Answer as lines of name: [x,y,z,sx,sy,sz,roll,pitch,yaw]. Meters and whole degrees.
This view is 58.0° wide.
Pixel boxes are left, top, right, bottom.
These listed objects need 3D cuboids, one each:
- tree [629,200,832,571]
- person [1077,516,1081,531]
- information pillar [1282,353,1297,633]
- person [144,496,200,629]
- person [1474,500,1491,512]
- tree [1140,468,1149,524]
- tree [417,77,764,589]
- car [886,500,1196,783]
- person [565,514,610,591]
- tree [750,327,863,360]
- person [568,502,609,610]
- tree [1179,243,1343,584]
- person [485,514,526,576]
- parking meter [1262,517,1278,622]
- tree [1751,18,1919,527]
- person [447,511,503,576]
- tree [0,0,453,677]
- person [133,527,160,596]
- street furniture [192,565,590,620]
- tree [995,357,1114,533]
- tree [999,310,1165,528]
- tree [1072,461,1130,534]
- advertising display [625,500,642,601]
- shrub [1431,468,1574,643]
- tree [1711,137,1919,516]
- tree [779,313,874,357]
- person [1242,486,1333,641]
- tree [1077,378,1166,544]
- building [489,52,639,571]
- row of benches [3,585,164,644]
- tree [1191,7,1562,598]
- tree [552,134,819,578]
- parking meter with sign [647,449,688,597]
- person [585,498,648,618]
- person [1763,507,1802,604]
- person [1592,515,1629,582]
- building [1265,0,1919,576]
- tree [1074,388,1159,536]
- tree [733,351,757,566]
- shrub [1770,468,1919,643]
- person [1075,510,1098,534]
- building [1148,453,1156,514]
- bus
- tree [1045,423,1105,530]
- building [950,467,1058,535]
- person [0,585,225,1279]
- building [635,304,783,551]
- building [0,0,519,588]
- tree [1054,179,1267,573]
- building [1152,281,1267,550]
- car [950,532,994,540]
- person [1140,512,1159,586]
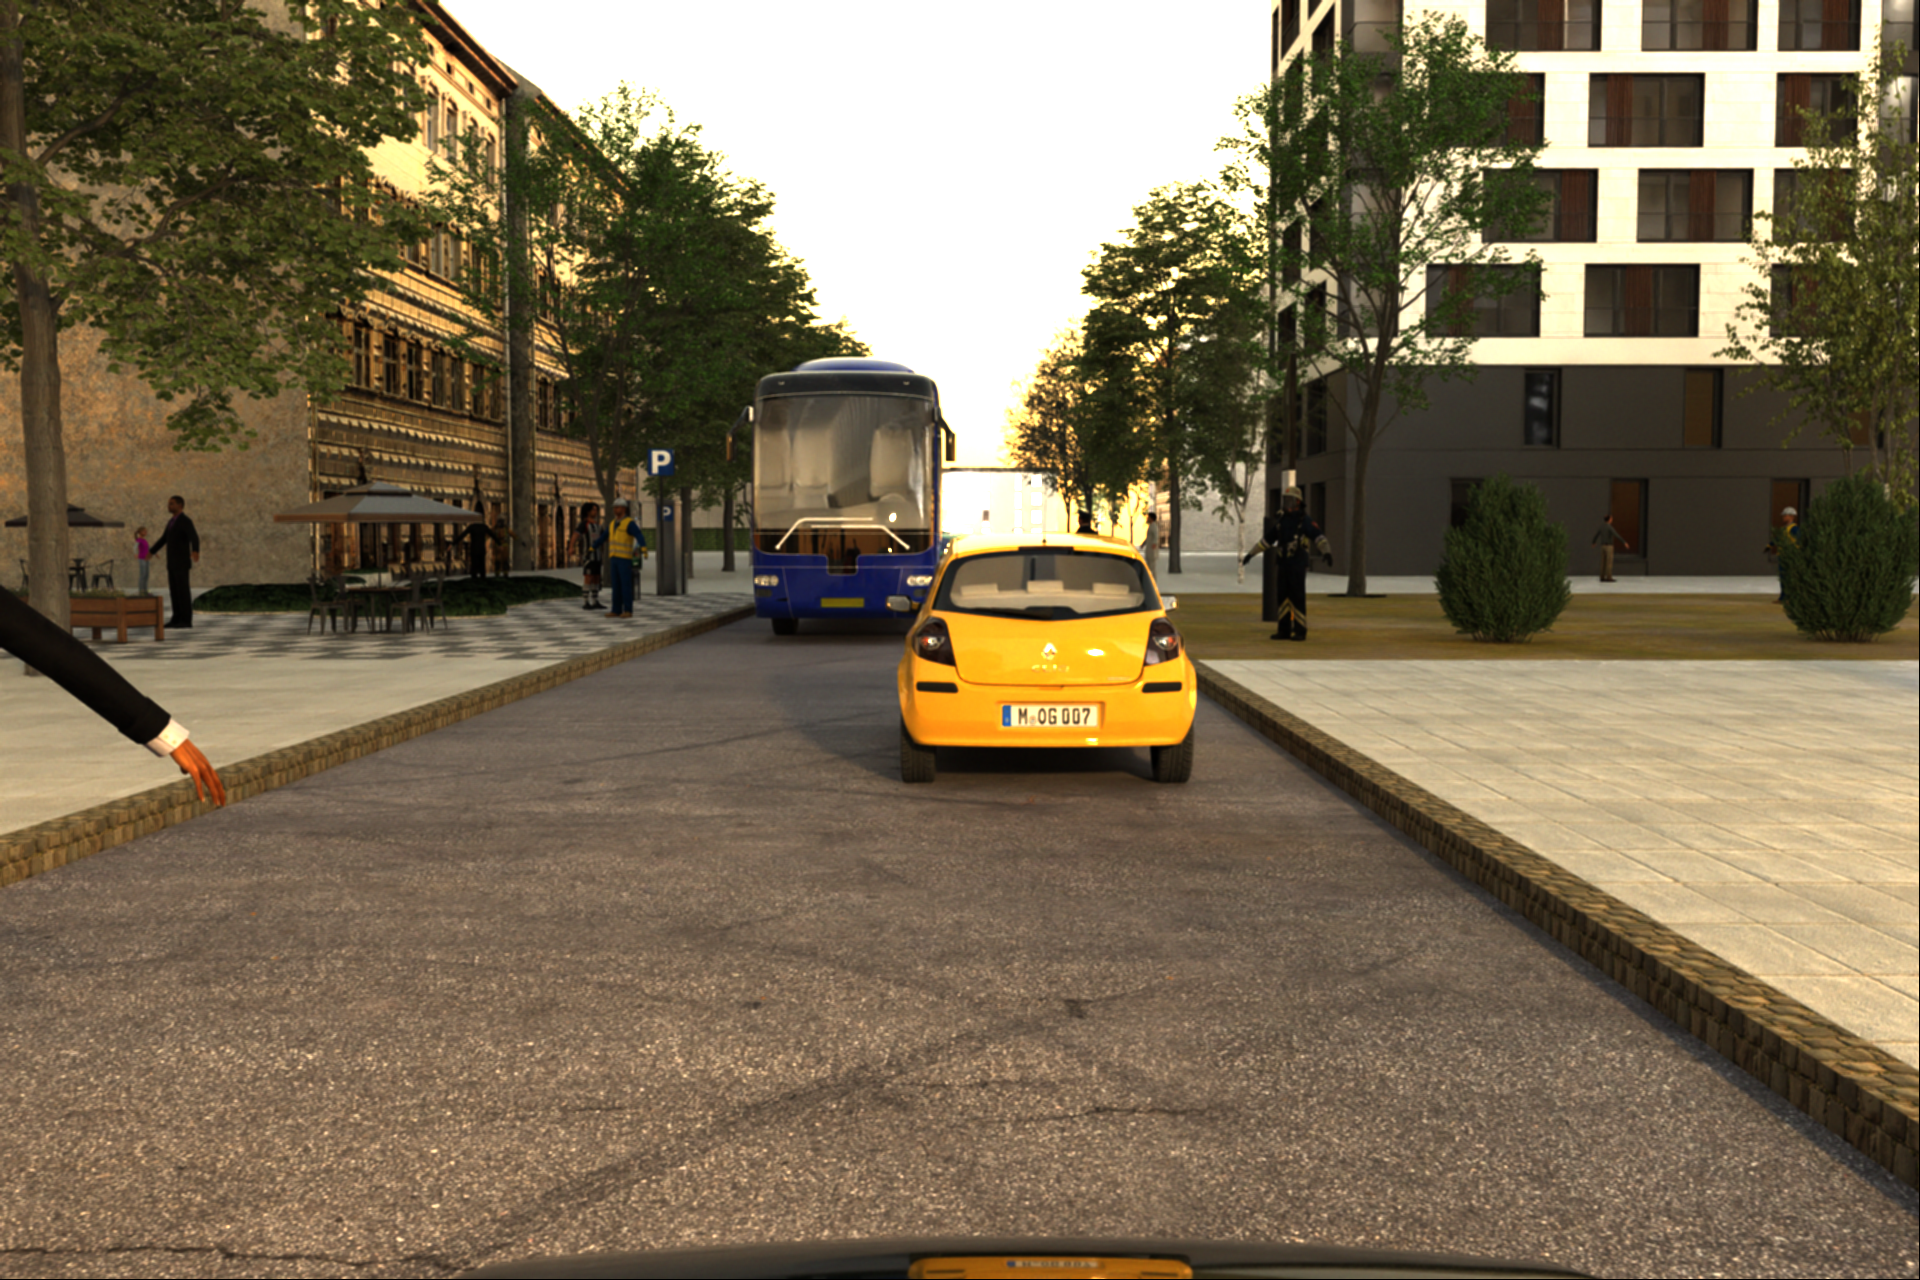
tree: [-7.584,-8.648,59.520,7.486,12.596,7.792,0,3,0]
person: [3.712,-2.901,53.364,0.705,1.837,1.347,2,4,32]
information pillar: [4.301,-1.915,22.662,0.183,3.616,0.504,0,4,0]
person: [-10.689,-1.064,23.629,1.346,1.802,0.704,3,4,38]
person: [7.685,-1.206,25.569,0.705,1.847,1.347,2,4,33]
tree: [25.999,-18.200,215.689,7.486,12.596,7.792,0,3,0]
tree: [-8.444,-7.041,40.869,9.928,11.665,9.643,0,3,0]
car: [0.495,-0.072,11.400,2.015,1.641,3.980,0,3,0]
person: [-8.275,-2.011,39.009,0.705,1.813,1.348,3,5,40]
tree: [-7.789,-9.809,86.137,9.928,11.665,9.643,0,3,0]
person: [-6.248,-1.427,29.479,0.704,1.843,1.345,2,4,28]
tree: [7.065,-5.757,44.492,4.360,8.622,3.978,0,3,0]
person: [-13.072,-2.667,49.374,1.354,1.858,0.705,-2,4,-27]
parking meter: [4.643,-1.043,25.468,0.372,1.533,0.369,0,3,0]
tree: [13.973,-4.597,25.516,4.737,8.622,4.395,0,3,0]
person: [-10.879,-2.008,39.010,1.347,1.806,0.705,-3,5,-43]
tree: [-8.765,-5.957,15.520,7.486,12.596,7.792,0,3,0]
person: [-16.784,-1.619,35.733,0.599,1.433,0.991,0,4,0]
street furniture: [-9.807,-0.934,30.899,5.734,0.657,10.072,0,4,1]
tree: [7.273,-12.622,116.745,12.009,13.543,11.850,0,3,0]
tree: [7.063,-11.283,94.854,12.009,13.543,11.850,0,3,0]
tree: [17.297,-18.005,212.510,7.486,12.596,7.792,0,3,0]
advertising display: [-6.290,-1.721,33.345,0.123,1.923,0.974,0,4,2]
shrub: [6.440,-1.010,20.560,1.661,2.075,1.752,0,3,0]
tree: [16.217,-4.962,31.492,4.737,8.622,4.395,0,3,0]
tree: [-7.836,-11.753,98.821,9.857,13.997,8.962,0,3,0]
person: [3.991,-0.926,20.912,0.705,1.856,1.354,-3,5,-39]
tree: [7.863,-7.781,77.581,4.360,8.622,3.978,0,3,0]
building: [-23.836,-14.519,68.313,19.493,23.208,18.063,0,4,1]
row of benches: [-11.554,-0.347,21.130,4.104,0.672,1.422,1,4,21]
tree: [8.245,-6.678,34.936,9.928,11.665,9.643,0,3,0]
tree: [-8.027,-8.083,50.287,7.486,12.596,7.792,0,3,0]
parking meter with sign: [-6.075,-2.447,36.276,0.543,3.016,1.738,0,4,2]
person: [-5.234,-1.264,26.629,1.349,1.833,0.705,3,4,36]
person: [15.138,-1.553,31.857,0.721,1.772,1.216,0,4,-2]
person: [17.387,-2.459,46.470,0.705,1.796,1.348,-1,4,-21]
building: [25.663,-13.726,68.398,27.936,21.610,32.646,0,3,0]
tree: [7.528,-8.090,82.631,4.737,8.622,4.395,0,3,0]
tree: [-8.175,-7.251,68.924,4.737,8.622,4.395,0,3,0]
shrub: [10.615,-1.017,20.667,1.661,2.075,1.752,0,3,0]
person: [2.113,-1.307,29.755,1.347,1.837,0.705,-3,4,-37]
building: [24.041,-13.849,168.574,9.099,9.664,28.070,0,4,1]
bus: [-1.475,-2.223,27.885,2.896,3.916,12.251,0,4,0]
tree: [7.309,-9.422,104.407,4.737,8.622,4.395,0,3,0]
building: [-1.825,-16.400,212.741,28.070,9.664,9.099,0,4,-6]
person: [-2.002,0.366,3.200,1.216,1.740,0.721,0,4,-7]
building: [-24.153,-17.276,148.919,16.747,18.905,31.486,0,4,1]
building: [-24.505,-13.355,49.275,19.493,23.208,18.063,0,3,0]
tree: [6.679,-8.445,56.205,7.486,12.596,7.792,0,3,0]
building: [26.563,-19.204,144.906,19.493,23.208,18.063,0,4,0]
car: [0.448,-1.694,36.485,1.959,1.807,4.718,0,4,1]
person: [4.615,-2.189,41.978,0.705,1.806,1.347,0,4,-7]
